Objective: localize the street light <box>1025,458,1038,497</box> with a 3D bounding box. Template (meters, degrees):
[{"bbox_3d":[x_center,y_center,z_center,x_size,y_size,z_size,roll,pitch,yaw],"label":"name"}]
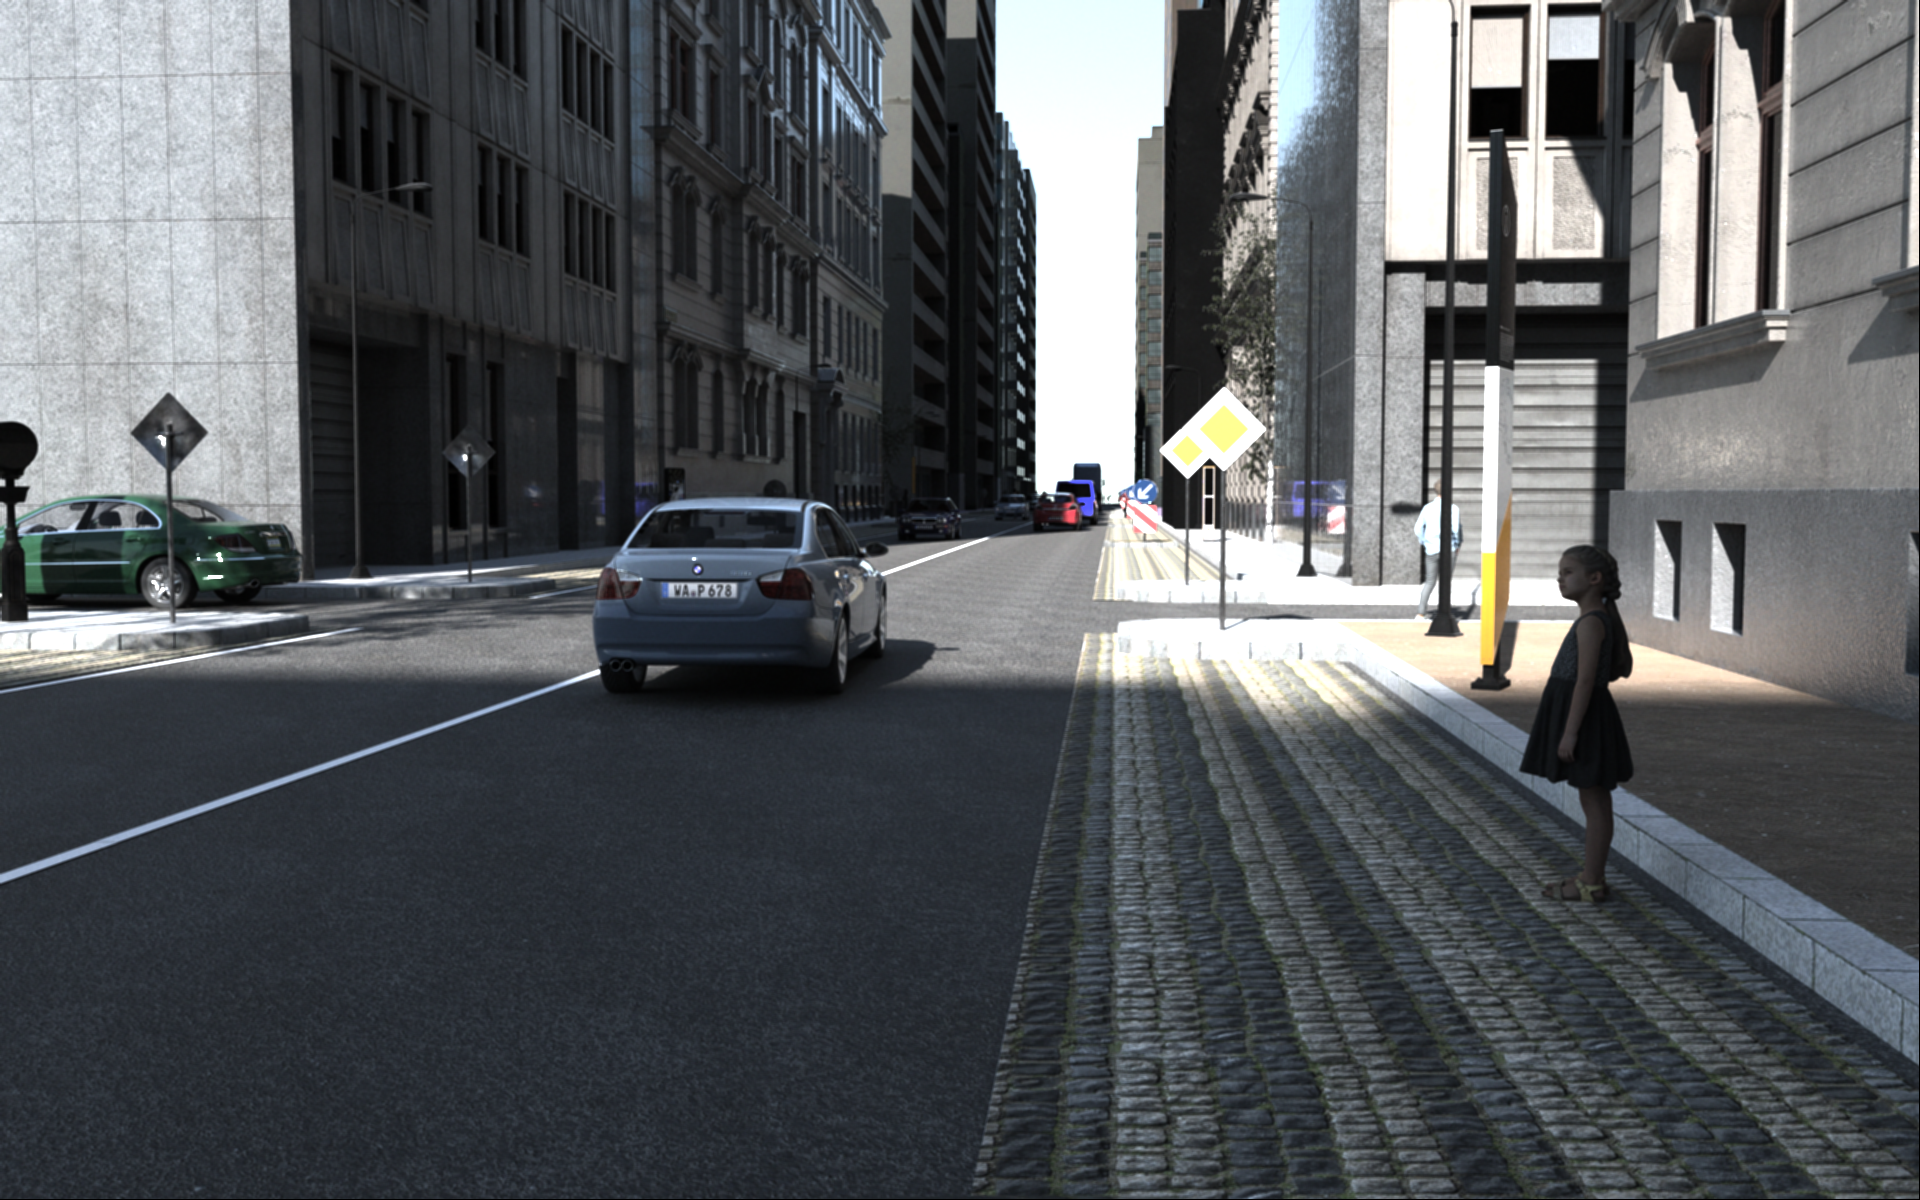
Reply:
[{"bbox_3d":[8.862,-15.146,220.170,1.470,5.913,1.316,0,4,5],"label":"street light"}]

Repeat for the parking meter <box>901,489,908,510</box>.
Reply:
[{"bbox_3d":[-2.923,-5.052,91.011,0.372,1.533,0.369,0,3,0],"label":"parking meter"}]

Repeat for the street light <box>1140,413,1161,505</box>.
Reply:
[{"bbox_3d":[11.651,-7.985,103.103,1.470,5.913,1.316,0,4,5],"label":"street light"}]

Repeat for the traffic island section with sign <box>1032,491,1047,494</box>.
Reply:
[{"bbox_3d":[9.027,-12.111,206.635,1.989,1.847,2.006,0,4,5],"label":"traffic island section with sign"}]

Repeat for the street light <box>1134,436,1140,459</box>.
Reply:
[{"bbox_3d":[14.907,-10.177,138.939,1.470,5.913,1.316,0,4,5],"label":"street light"}]

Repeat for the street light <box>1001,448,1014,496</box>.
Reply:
[{"bbox_3d":[4.683,-12.333,174.188,1.470,5.913,1.316,0,4,5],"label":"street light"}]

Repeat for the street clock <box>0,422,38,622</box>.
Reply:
[{"bbox_3d":[-9.532,-0.785,17.401,0.358,2.002,0.471,3,5,39],"label":"street clock"}]

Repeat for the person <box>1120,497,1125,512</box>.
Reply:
[{"bbox_3d":[12.524,-7.579,132.373,0.705,1.831,1.348,0,4,-8],"label":"person"}]

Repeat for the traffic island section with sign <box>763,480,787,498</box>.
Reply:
[{"bbox_3d":[-5.139,-2.393,47.756,1.989,1.847,2.006,0,4,5],"label":"traffic island section with sign"}]

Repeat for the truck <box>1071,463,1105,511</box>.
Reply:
[{"bbox_3d":[10.319,-9.374,143.027,2.967,4.110,18.799,0,4,6],"label":"truck"}]

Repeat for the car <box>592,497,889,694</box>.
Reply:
[{"bbox_3d":[-1.620,-0.106,13.737,2.014,1.417,4.499,0,4,3],"label":"car"}]

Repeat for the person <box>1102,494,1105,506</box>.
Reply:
[{"bbox_3d":[17.933,-12.536,216.681,0.599,1.433,0.991,-1,4,-18],"label":"person"}]

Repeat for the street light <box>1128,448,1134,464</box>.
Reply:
[{"bbox_3d":[18.999,-13.036,185.683,1.470,5.913,1.316,0,4,5],"label":"street light"}]

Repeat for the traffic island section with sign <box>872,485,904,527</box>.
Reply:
[{"bbox_3d":[-2.722,-4.051,74.866,1.989,1.847,2.006,0,4,5],"label":"traffic island section with sign"}]

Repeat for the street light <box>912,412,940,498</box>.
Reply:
[{"bbox_3d":[-1.863,-7.878,101.348,1.470,5.913,1.316,0,4,5],"label":"street light"}]

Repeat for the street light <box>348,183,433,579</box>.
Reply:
[{"bbox_3d":[-8.563,-3.273,26.060,1.470,5.913,1.316,0,4,5],"label":"street light"}]

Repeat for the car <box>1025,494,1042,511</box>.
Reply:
[{"bbox_3d":[5.734,-7.525,132.815,2.009,1.686,4.222,0,4,4],"label":"car"}]

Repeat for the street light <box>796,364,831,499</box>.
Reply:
[{"bbox_3d":[-5.293,-5.468,61.935,1.470,5.913,1.316,0,4,5],"label":"street light"}]

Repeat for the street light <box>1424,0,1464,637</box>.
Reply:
[{"bbox_3d":[3.852,-2.633,15.585,1.470,5.913,1.316,0,4,5],"label":"street light"}]

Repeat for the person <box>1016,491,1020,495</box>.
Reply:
[{"bbox_3d":[5.195,-8.861,154.063,1.217,1.739,0.721,-2,4,-29],"label":"person"}]

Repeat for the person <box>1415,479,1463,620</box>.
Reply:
[{"bbox_3d":[5.270,-0.530,18.972,0.330,1.601,0.589,-2,4,-34],"label":"person"}]

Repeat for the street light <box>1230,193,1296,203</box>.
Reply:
[{"bbox_3d":[4.859,-3.320,26.830,1.470,5.913,1.316,0,4,5],"label":"street light"}]

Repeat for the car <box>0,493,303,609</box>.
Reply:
[{"bbox_3d":[-11.121,-0.657,22.542,4.920,1.459,2.131,0,4,7],"label":"car"}]

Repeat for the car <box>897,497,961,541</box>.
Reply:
[{"bbox_3d":[-0.943,-2.568,54.570,1.945,1.354,3.894,0,4,5],"label":"car"}]

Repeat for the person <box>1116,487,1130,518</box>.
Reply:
[{"bbox_3d":[10.046,-5.841,103.936,1.348,1.831,0.705,0,4,-4],"label":"person"}]

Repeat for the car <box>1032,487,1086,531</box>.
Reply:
[{"bbox_3d":[3.857,-3.609,68.053,2.155,1.783,4.494,0,4,6],"label":"car"}]

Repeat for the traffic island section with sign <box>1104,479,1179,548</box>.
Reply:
[{"bbox_3d":[4.901,-2.346,46.987,1.989,1.847,2.006,0,4,5],"label":"traffic island section with sign"}]

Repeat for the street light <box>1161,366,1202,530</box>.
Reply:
[{"bbox_3d":[8.117,-5.512,62.666,1.470,5.913,1.316,0,4,5],"label":"street light"}]

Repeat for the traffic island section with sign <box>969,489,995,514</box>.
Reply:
[{"bbox_3d":[1.708,-7.090,124.550,1.989,1.847,2.006,0,4,5],"label":"traffic island section with sign"}]

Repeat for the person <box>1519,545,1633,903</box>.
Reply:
[{"bbox_3d":[2.171,0.433,6.090,0.373,1.253,0.362,2,4,25],"label":"person"}]

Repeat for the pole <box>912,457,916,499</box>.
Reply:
[{"bbox_3d":[-2.533,-6.198,95.186,0.158,3.312,0.155,0,3,0],"label":"pole"}]

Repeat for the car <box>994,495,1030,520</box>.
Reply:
[{"bbox_3d":[2.891,-5.106,95.481,2.014,1.417,4.499,0,4,5],"label":"car"}]

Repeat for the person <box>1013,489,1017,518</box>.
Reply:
[{"bbox_3d":[3.301,-5.658,101.716,0.721,1.736,1.217,0,4,1],"label":"person"}]

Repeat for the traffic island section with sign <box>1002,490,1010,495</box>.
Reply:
[{"bbox_3d":[4.096,-8.732,151.400,1.989,1.847,2.006,0,4,5],"label":"traffic island section with sign"}]

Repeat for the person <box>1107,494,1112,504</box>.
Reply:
[{"bbox_3d":[21.850,-14.742,252.720,0.799,1.438,0.628,-1,4,-11],"label":"person"}]
